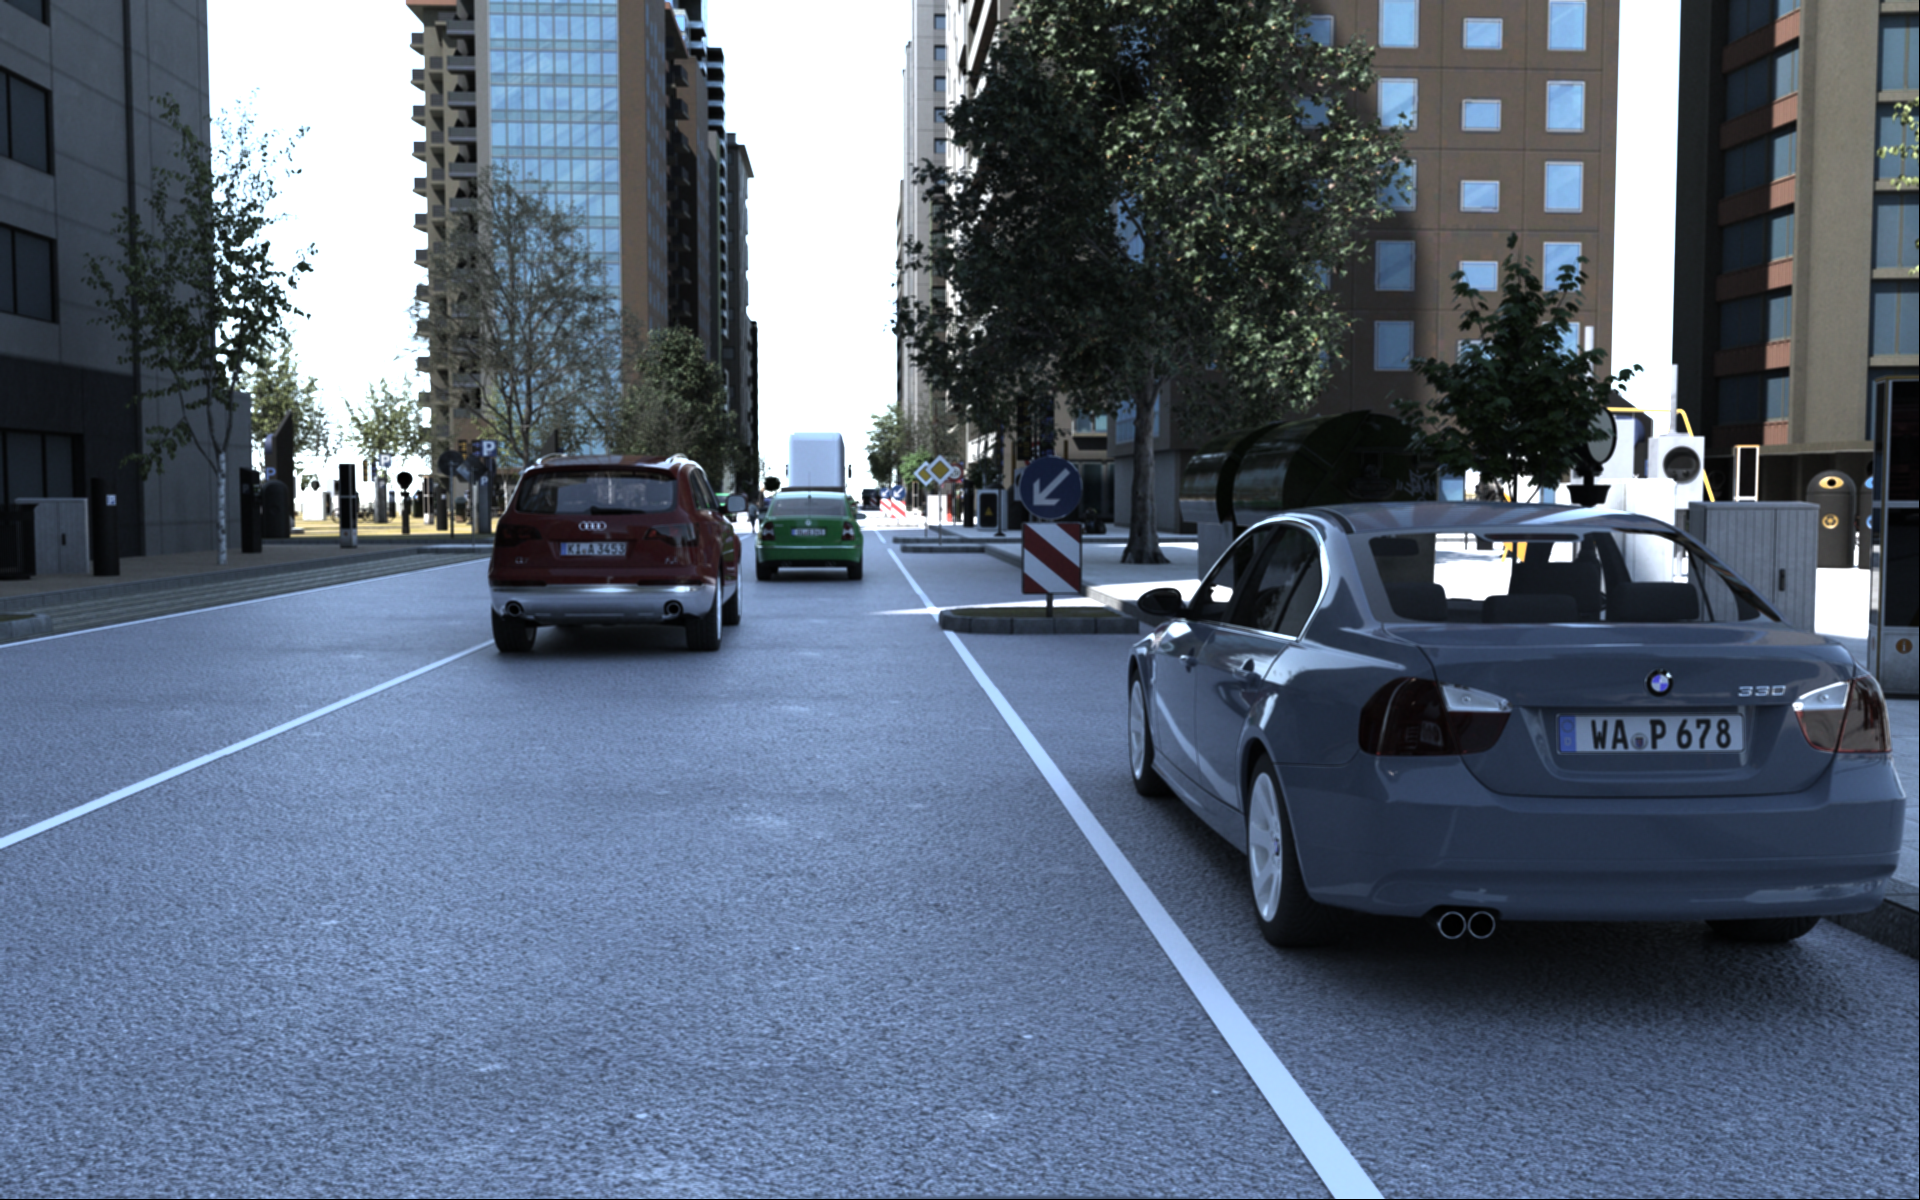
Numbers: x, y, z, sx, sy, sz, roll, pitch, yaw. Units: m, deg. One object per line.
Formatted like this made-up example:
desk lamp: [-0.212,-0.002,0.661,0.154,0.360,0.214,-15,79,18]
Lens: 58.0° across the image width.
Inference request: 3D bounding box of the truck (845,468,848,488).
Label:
truck: [-13.269,-11.800,181.849,2.839,4.237,11.283,0,4,-2]

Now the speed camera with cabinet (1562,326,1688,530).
speed camera with cabinet: [7.570,-1.559,19.821,0.660,3.252,2.038,0,4,3]

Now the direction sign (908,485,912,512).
direction sign: [-3.567,-8.066,123.882,0.379,3.537,0.876,3,5,44]

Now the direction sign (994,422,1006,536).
direction sign: [1.207,-3.699,52.475,0.379,3.537,0.876,1,4,14]

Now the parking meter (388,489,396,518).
parking meter: [-30.960,-5.260,94.406,0.372,1.533,0.369,0,3,0]

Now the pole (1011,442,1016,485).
pole: [2.086,-4.497,67.370,0.158,3.312,0.155,0,3,0]

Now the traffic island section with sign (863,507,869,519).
traffic island section with sign: [-4.486,-5.656,101.095,1.989,1.847,2.006,0,4,-4]

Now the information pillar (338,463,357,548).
information pillar: [-14.548,-2.243,41.166,0.304,2.012,0.304,0,4,5]

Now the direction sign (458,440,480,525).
direction sign: [-20.463,-4.912,72.310,0.876,3.537,0.379,-1,4,-14]

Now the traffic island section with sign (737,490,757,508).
traffic island section with sign: [-18.925,-8.659,150.205,1.989,1.847,2.006,0,4,-4]

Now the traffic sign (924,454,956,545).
traffic sign: [-0.502,-2.434,43.445,0.795,2.450,0.064,0,4,-4]

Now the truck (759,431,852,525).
truck: [-5.989,-4.815,68.485,2.967,4.110,18.799,0,4,-2]

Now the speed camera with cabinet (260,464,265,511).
speed camera with cabinet: [-44.186,-7.077,110.039,0.660,3.252,2.038,0,4,4]

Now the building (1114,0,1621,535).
building: [13.236,-25.100,60.494,14.200,45.320,14.600,0,4,-4]

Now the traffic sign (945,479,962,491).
traffic sign: [-0.359,-4.843,79.189,0.884,2.594,0.081,0,4,1]

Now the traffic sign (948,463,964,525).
traffic sign: [-0.227,-4.356,71.327,0.768,2.556,0.104,0,4,0]

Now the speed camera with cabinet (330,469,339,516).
speed camera with cabinet: [-37.510,-6.625,102.657,0.660,3.252,2.038,0,4,8]

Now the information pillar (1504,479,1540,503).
information pillar: [7.912,-2.016,24.309,0.504,3.616,0.183,2,4,31]

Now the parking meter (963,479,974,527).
parking meter: [0.340,-3.750,67.027,0.255,1.863,0.399,-3,5,-44]

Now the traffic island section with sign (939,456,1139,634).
traffic island section with sign: [0.783,-0.612,18.638,1.989,1.847,2.006,0,4,-4]

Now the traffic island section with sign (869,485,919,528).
traffic island section with sign: [-2.771,-4.010,74.194,1.989,1.847,2.006,0,4,-4]

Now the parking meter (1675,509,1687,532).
parking meter: [14.404,-1.614,34.799,0.372,1.533,0.369,0,3,0]

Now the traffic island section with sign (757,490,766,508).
traffic island section with sign: [-20.645,-10.306,177.126,1.989,1.847,2.006,0,4,-4]

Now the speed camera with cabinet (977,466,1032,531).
speed camera with cabinet: [1.620,-4.031,60.241,2.038,3.252,0.660,1,4,19]

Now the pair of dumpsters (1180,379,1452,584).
pair of dumpsters: [3.310,-0.870,16.721,1.574,2.255,4.437,0,4,-4]

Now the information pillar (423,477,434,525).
information pillar: [-22.345,-4.180,72.842,0.304,2.012,0.304,2,4,30]

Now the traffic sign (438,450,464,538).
traffic sign: [-14.755,-3.067,50.259,0.768,2.556,0.104,0,4,-1]

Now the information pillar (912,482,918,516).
information pillar: [-2.649,-6.001,102.601,0.304,2.012,0.304,-1,4,-13]

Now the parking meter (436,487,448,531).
parking meter: [-18.266,-3.220,61.055,0.372,1.533,0.369,0,3,0]

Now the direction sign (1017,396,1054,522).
direction sign: [1.744,-2.939,40.056,0.876,3.537,0.379,1,4,16]

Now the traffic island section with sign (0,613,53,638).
traffic island section with sign: [-10.445,-0.545,17.533,1.989,1.847,2.006,0,4,-4]

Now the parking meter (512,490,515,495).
parking meter: [-24.552,-5.334,95.620,0.372,1.533,0.369,0,3,0]

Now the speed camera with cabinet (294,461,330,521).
speed camera with cabinet: [-31.660,-5.451,83.455,2.038,3.252,0.660,0,4,-6]

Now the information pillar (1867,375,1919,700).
information pillar: [5.919,-0.391,10.881,0.304,2.012,0.304,1,4,16]

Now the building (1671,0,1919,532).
building: [42.467,-25.172,66.192,28.867,44.769,22.147,0,4,-4]

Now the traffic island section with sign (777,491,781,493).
traffic island section with sign: [-24.153,-13.668,232.103,1.989,1.847,2.006,0,4,-4]

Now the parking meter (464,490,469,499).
parking meter: [-34.085,-6.817,119.867,0.372,1.533,0.369,0,3,0]

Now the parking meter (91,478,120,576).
parking meter: [-13.411,-1.148,27.175,0.372,1.533,0.369,0,3,0]

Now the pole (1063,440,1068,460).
pole: [3.985,-4.383,65.505,0.158,3.312,0.155,0,3,0]

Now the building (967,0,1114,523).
building: [11.671,-28.288,86.217,21.300,48.544,21.600,0,4,-4]

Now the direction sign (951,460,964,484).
direction sign: [-0.164,-7.610,116.424,0.876,3.537,0.379,1,4,20]

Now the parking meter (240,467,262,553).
parking meter: [-15.441,-1.958,37.727,0.399,1.863,0.255,1,4,22]

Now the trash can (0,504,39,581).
trash can: [-14.163,-0.870,25.875,0.748,1.137,0.748,0,3,0]

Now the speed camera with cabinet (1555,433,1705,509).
speed camera with cabinet: [10.202,-1.962,26.412,2.038,3.252,0.660,0,4,5]

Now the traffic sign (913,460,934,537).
traffic sign: [-1.011,-2.922,51.414,0.795,2.450,0.064,0,4,-4]

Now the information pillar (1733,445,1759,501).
information pillar: [11.884,-1.329,26.220,0.304,2.012,0.304,1,4,16]

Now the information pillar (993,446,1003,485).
information pillar: [1.586,-4.922,71.835,0.504,3.616,0.183,3,5,42]

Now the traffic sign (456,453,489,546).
traffic sign: [-12.024,-2.391,42.732,0.795,2.450,0.064,0,4,-4]

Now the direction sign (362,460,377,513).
direction sign: [-38.982,-7.486,114.396,0.876,3.537,0.379,-1,4,-15]

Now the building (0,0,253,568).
building: [-26.836,-36.147,29.248,20.611,71.187,20.563,0,4,-4]

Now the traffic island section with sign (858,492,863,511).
traffic island section with sign: [-7.687,-8.722,151.228,1.989,1.847,2.006,0,4,-4]

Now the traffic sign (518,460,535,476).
traffic sign: [-12.533,-2.878,50.701,0.795,2.450,0.064,0,4,-4]

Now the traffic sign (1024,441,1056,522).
traffic sign: [1.887,-2.515,41.226,0.768,2.556,0.104,0,4,-3]
